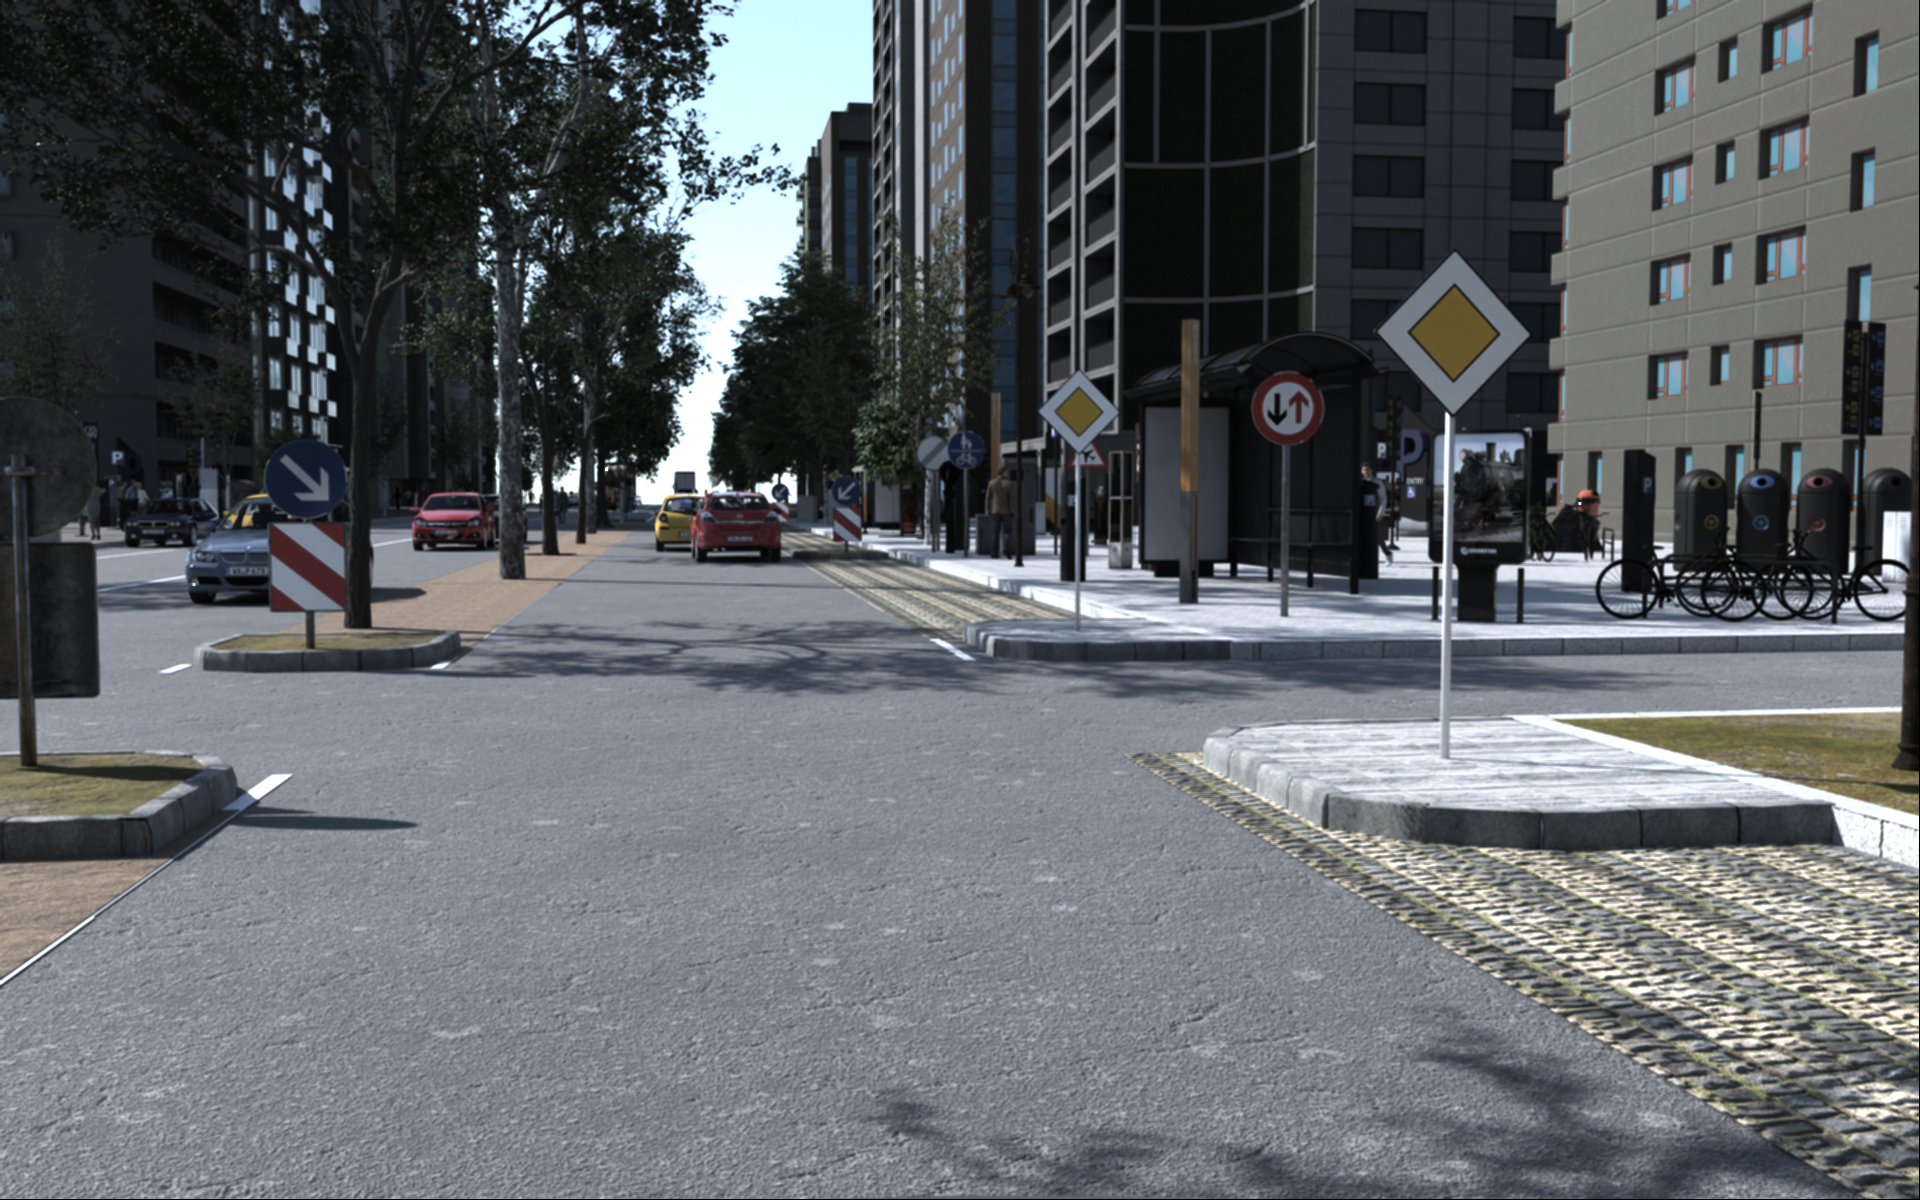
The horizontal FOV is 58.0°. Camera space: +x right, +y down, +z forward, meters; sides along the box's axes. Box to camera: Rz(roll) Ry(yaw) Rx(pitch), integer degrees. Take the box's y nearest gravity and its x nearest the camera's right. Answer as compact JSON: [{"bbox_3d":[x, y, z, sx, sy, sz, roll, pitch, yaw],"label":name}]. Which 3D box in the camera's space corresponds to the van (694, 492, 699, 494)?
[{"bbox_3d":[-31.508,-12.076,204.453,2.013,2.044,4.112,0,4,-7],"label":"van"}]

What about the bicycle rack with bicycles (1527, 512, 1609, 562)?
[{"bbox_3d":[11.526,-1.239,33.636,2.852,0.926,2.925,1,4,16],"label":"bicycle rack with bicycles"}]

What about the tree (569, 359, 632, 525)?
[{"bbox_3d":[-17.158,-8.226,87.313,4.737,8.622,4.395,0,3,0],"label":"tree"}]

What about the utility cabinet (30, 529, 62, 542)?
[{"bbox_3d":[-24.056,-2.223,45.032,1.173,1.500,0.318,-1,4,-14],"label":"utility cabinet"}]

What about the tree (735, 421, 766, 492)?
[{"bbox_3d":[-17.171,-11.977,146.185,4.737,8.622,4.395,0,3,0],"label":"tree"}]

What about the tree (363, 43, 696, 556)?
[{"bbox_3d":[-9.671,-6.843,40.097,9.928,11.665,9.643,0,3,0],"label":"tree"}]

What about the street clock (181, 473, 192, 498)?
[{"bbox_3d":[-27.050,-3.418,60.455,0.358,2.002,0.471,1,4,13],"label":"street clock"}]

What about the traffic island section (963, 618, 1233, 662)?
[{"bbox_3d":[1.150,0.367,16.287,2.009,0.180,2.903,-1,4,-9],"label":"traffic island section"}]

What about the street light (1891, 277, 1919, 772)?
[{"bbox_3d":[4.451,-2.148,7.909,0.468,5.910,1.993,-1,4,-9],"label":"street light"}]

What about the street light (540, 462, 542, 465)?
[{"bbox_3d":[-48.345,-13.937,200.657,0.468,5.910,1.993,-1,4,-9],"label":"street light"}]

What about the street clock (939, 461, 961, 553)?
[{"bbox_3d":[-0.215,-2.016,37.530,0.471,2.002,0.358,0,4,-4],"label":"street clock"}]

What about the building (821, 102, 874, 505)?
[{"bbox_3d":[-8.465,-33.610,199.633,14.600,45.320,14.200,-1,4,-9],"label":"building"}]

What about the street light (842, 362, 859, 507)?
[{"bbox_3d":[-3.828,-5.365,60.511,0.468,5.910,1.993,-1,4,-9],"label":"street light"}]

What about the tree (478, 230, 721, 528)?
[{"bbox_3d":[-15.280,-9.423,73.539,9.611,12.733,9.660,0,3,0],"label":"tree"}]

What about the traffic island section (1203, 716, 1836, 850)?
[{"bbox_3d":[2.396,0.849,8.400,2.009,0.180,2.903,-1,4,-9],"label":"traffic island section"}]

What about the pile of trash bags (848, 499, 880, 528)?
[{"bbox_3d":[-3.464,-3.450,66.154,1.912,1.369,3.447,1,4,23],"label":"pile of trash bags"}]

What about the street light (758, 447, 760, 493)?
[{"bbox_3d":[-15.768,-9.978,135.922,0.468,5.910,1.993,-1,4,-9],"label":"street light"}]

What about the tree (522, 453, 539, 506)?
[{"bbox_3d":[-46.719,-14.371,185.324,4.360,8.622,3.978,0,3,0],"label":"tree"}]

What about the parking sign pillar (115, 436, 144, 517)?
[{"bbox_3d":[-39.068,-5.693,81.550,1.447,3.967,1.447,1,4,17],"label":"parking sign pillar"}]

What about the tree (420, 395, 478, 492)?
[{"bbox_3d":[-37.363,-10.845,127.674,4.737,8.622,4.395,0,3,0],"label":"tree"}]

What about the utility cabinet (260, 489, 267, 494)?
[{"bbox_3d":[-32.954,-4.427,81.063,1.173,1.500,0.318,1,4,15],"label":"utility cabinet"}]

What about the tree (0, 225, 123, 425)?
[{"bbox_3d":[-25.505,-5.973,48.021,4.360,8.622,3.978,0,3,0],"label":"tree"}]

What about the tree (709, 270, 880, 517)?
[{"bbox_3d":[-9.052,-11.748,98.738,9.857,13.997,8.962,0,3,0],"label":"tree"}]

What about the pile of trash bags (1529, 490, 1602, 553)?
[{"bbox_3d":[13.710,-1.807,39.304,1.912,1.369,3.447,3,5,40],"label":"pile of trash bags"}]

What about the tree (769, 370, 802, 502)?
[{"bbox_3d":[-13.353,-12.420,128.826,9.928,11.665,9.643,0,3,0],"label":"tree"}]

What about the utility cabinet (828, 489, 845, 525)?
[{"bbox_3d":[-4.833,-3.781,70.491,1.173,1.500,0.318,3,4,37],"label":"utility cabinet"}]

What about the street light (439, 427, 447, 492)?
[{"bbox_3d":[-35.487,-8.939,118.935,0.468,5.910,1.993,-1,4,-9],"label":"street light"}]

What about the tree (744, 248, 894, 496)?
[{"bbox_3d":[-6.603,-9.935,80.572,7.486,12.596,7.792,0,3,0],"label":"tree"}]

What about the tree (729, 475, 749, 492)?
[{"bbox_3d":[-25.173,-13.283,200.895,4.285,4.588,4.351,0,3,0],"label":"tree"}]

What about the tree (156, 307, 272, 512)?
[{"bbox_3d":[-28.228,-7.091,66.306,4.360,8.622,3.978,0,3,0],"label":"tree"}]

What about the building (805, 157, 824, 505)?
[{"bbox_3d":[-12.133,-32.408,213.471,14.154,41.232,14.086,-1,4,-9],"label":"building"}]

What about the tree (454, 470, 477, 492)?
[{"bbox_3d":[-38.485,-8.539,134.219,1.663,3.219,1.824,0,3,0],"label":"tree"}]

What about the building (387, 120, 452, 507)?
[{"bbox_3d":[-62.089,-30.524,182.656,14.154,41.232,14.086,-1,4,-9],"label":"building"}]

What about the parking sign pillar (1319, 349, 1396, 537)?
[{"bbox_3d":[7.186,-2.705,32.704,1.447,3.967,1.447,3,4,36],"label":"parking sign pillar"}]

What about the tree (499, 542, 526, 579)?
[{"bbox_3d":[-6.184,-10.365,27.820,12.611,20.169,13.585,0,3,0],"label":"tree"}]

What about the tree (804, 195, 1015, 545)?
[{"bbox_3d":[-0.750,-5.702,43.598,4.737,8.622,4.395,0,3,0],"label":"tree"}]

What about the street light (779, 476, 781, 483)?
[{"bbox_3d":[-11.057,-8.165,106.291,0.468,5.910,1.993,-1,4,-9],"label":"street light"}]

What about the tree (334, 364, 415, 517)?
[{"bbox_3d":[-32.694,-9.016,97.776,4.360,8.622,3.978,0,3,0],"label":"tree"}]

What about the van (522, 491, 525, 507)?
[{"bbox_3d":[-37.036,-8.346,143.475,2.013,2.044,4.112,-1,4,-9],"label":"van"}]

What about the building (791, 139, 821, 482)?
[{"bbox_3d":[-10.762,-37.697,235.953,23.786,49.044,30.456,-1,4,-9],"label":"building"}]

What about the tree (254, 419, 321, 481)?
[{"bbox_3d":[-29.313,-5.634,75.834,4.285,4.588,4.351,0,3,0],"label":"tree"}]

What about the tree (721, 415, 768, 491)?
[{"bbox_3d":[-30.890,-19.567,236.920,9.611,12.733,9.660,0,3,0],"label":"tree"}]

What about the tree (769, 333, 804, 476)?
[{"bbox_3d":[-5.616,-7.510,73.147,4.737,8.622,4.395,0,3,0],"label":"tree"}]

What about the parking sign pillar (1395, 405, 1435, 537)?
[{"bbox_3d":[13.693,-3.883,51.967,1.447,3.967,1.447,-2,4,-29],"label":"parking sign pillar"}]

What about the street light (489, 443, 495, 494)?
[{"bbox_3d":[-40.046,-10.741,148.402,0.468,5.910,1.993,-1,4,-9],"label":"street light"}]

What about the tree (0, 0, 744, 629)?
[{"bbox_3d":[-6.377,-4.948,17.769,8.767,10.594,7.601,-1,4,-9],"label":"tree"}]

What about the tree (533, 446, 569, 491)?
[{"bbox_3d":[-52.413,-16.833,225.586,4.737,8.622,4.395,0,3,0],"label":"tree"}]

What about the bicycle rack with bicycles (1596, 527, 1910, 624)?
[{"bbox_3d":[8.353,-0.289,18.105,2.925,0.926,2.852,2,4,28],"label":"bicycle rack with bicycles"}]

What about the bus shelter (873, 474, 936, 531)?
[{"bbox_3d":[-1.959,-4.031,59.829,2.014,3.302,5.546,-1,4,-9],"label":"bus shelter"}]

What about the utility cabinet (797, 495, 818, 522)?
[{"bbox_3d":[-6.956,-4.148,78.986,1.020,1.237,0.306,2,4,34],"label":"utility cabinet"}]

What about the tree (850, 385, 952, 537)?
[{"bbox_3d":[-1.719,-4.173,51.943,4.285,4.588,4.351,0,3,0],"label":"tree"}]

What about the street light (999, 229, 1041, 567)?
[{"bbox_3d":[1.045,-3.529,30.491,0.468,5.910,1.993,-1,4,-9],"label":"street light"}]

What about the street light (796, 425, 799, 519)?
[{"bbox_3d":[-8.443,-7.167,89.970,0.468,5.910,1.993,-1,4,-9],"label":"street light"}]

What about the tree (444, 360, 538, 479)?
[{"bbox_3d":[-42.074,-15.159,158.226,12.009,13.543,11.850,0,3,0],"label":"tree"}]

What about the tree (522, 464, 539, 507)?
[{"bbox_3d":[-44.670,-11.809,176.792,4.285,4.588,4.351,0,3,0],"label":"tree"}]

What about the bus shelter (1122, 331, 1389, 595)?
[{"bbox_3d":[3.942,-1.859,24.326,2.014,3.302,5.546,-1,4,-9],"label":"bus shelter"}]

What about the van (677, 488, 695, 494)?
[{"bbox_3d":[-29.681,-11.213,187.720,2.240,2.365,5.245,0,4,-7],"label":"van"}]

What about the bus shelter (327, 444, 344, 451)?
[{"bbox_3d":[-30.640,-5.551,82.035,1.731,3.624,6.357,-1,4,-9],"label":"bus shelter"}]
